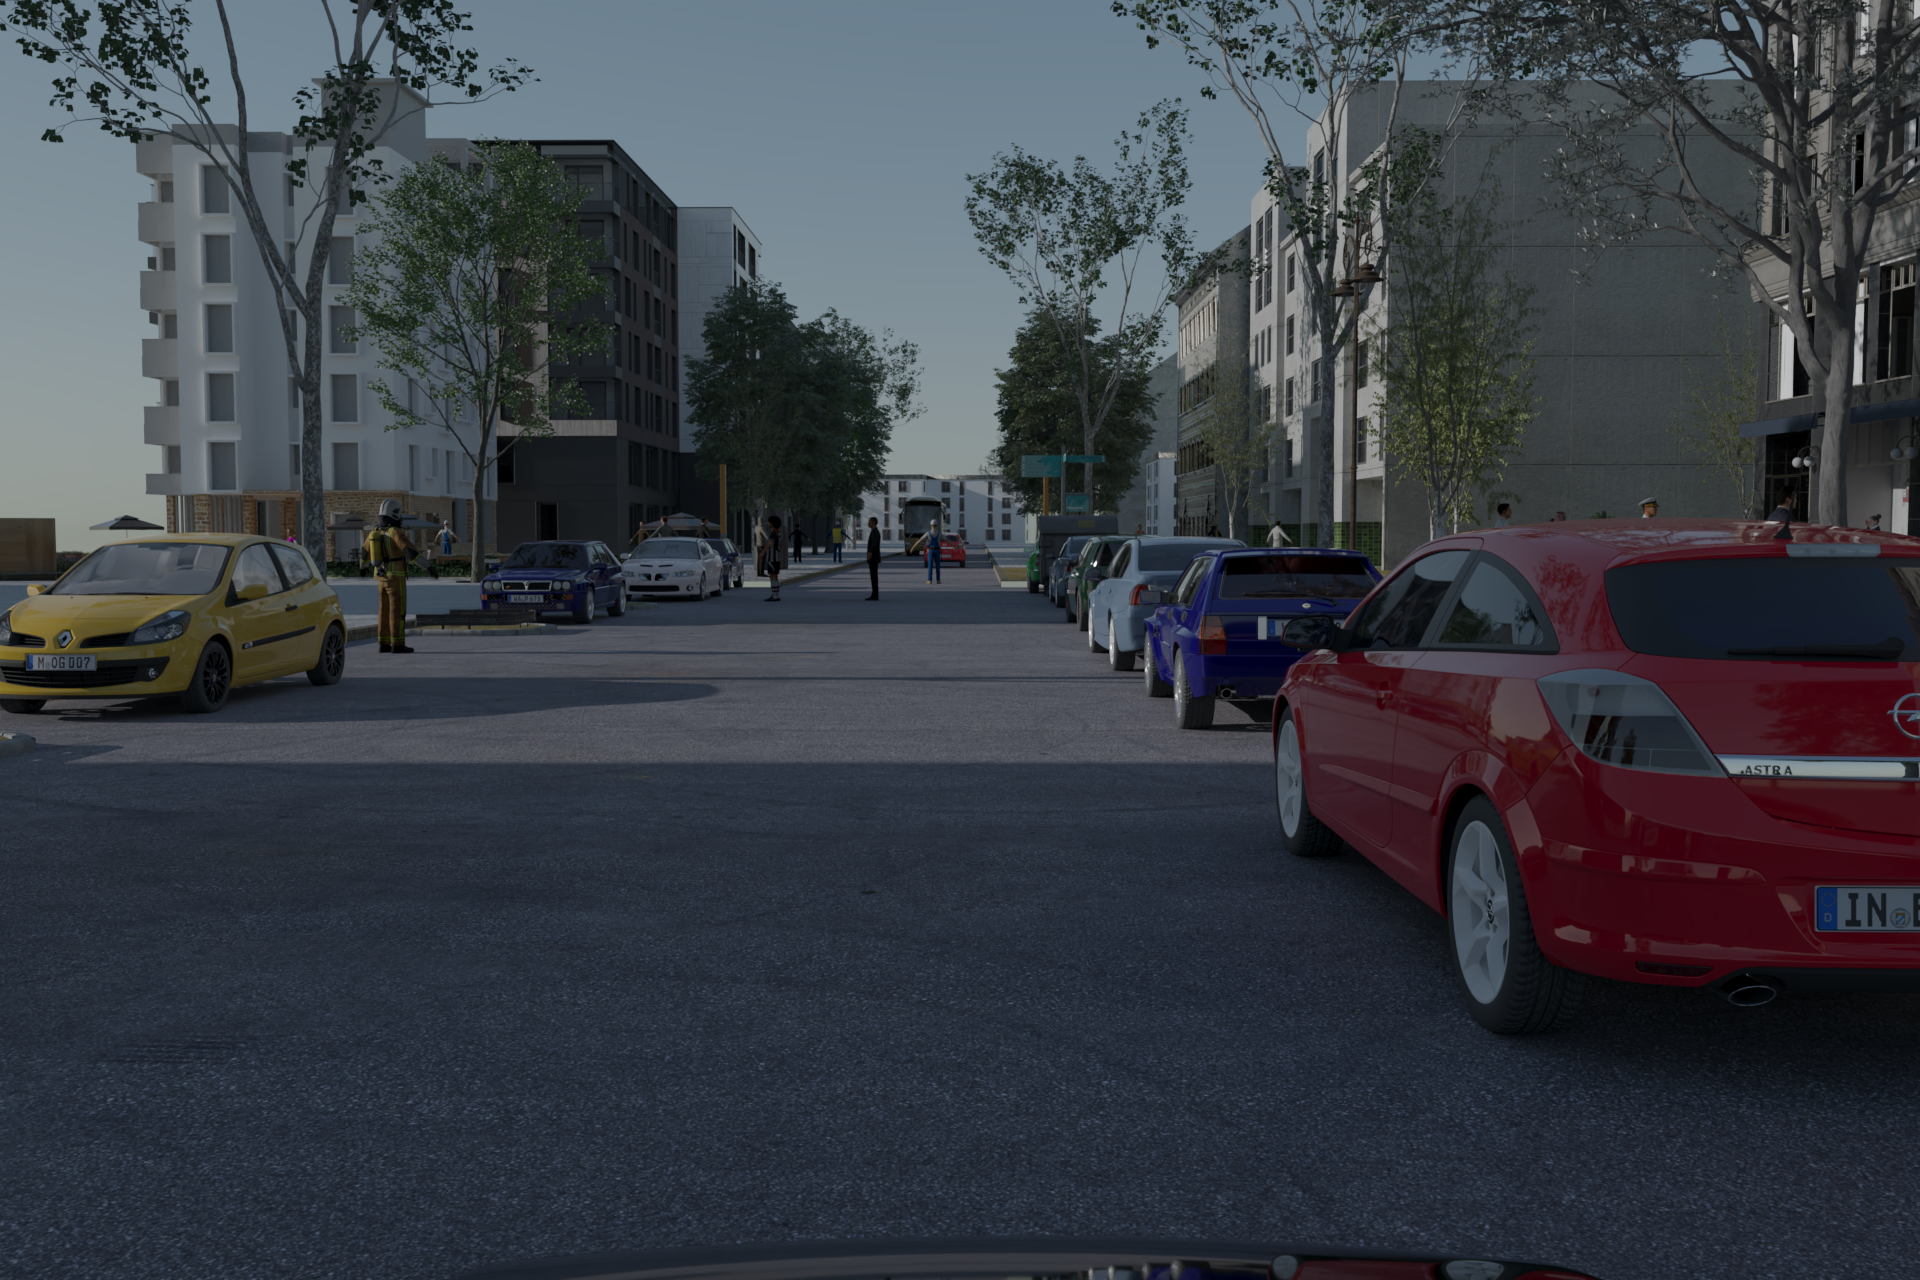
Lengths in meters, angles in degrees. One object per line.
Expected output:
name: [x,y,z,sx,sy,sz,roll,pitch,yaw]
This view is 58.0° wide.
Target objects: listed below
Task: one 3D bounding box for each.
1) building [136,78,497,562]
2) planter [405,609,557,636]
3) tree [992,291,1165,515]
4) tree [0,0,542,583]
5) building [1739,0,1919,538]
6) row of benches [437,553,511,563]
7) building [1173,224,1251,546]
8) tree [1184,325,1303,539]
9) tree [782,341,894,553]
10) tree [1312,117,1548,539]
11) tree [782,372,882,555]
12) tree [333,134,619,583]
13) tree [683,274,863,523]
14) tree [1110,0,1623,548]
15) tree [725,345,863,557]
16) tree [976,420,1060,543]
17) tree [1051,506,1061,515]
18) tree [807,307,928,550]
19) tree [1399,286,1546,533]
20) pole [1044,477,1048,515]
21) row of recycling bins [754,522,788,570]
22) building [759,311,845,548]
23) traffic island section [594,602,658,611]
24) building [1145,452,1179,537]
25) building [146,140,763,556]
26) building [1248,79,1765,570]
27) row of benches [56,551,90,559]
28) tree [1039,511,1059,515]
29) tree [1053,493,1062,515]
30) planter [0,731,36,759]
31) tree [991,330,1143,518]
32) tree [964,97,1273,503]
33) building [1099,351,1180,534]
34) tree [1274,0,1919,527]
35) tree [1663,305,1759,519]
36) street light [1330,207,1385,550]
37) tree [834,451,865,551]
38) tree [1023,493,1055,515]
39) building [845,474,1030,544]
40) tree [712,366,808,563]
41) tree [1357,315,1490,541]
building: [-28.285,-13.270,73.379,16.016,20.090,11.380,0,4,1]
planter: [-6.985,-0.252,25.256,1.991,0.319,1.994,0,4,1]
tree: [6.133,-11.251,90.607,9.857,13.997,8.962,0,3,0]
tree: [-13.488,-10.870,33.614,12.611,20.169,13.585,0,3,0]
building: [28.900,-15.789,37.742,16.754,29.471,25.880,0,4,1]
row of benches: [-15.206,-2.563,57.374,4.104,0.672,1.422,0,4,3]
building: [23.222,-16.605,102.418,19.493,23.208,18.063,0,4,0]
tree: [9.566,-6.770,61.054,4.360,8.622,3.978,0,3,0]
tree: [-8.787,-12.803,115.985,9.857,13.997,8.962,0,3,0]
tree: [8.708,-4.922,30.840,4.360,8.622,3.978,0,3,0]
tree: [-8.774,-11.007,105.724,9.928,11.665,9.643,0,3,0]
tree: [-12.551,-7.312,45.304,9.928,11.665,9.643,0,3,0]
tree: [-9.200,-10.907,84.982,9.857,13.997,8.962,0,3,0]
tree: [9.950,-11.248,39.799,12.611,20.169,13.585,0,3,0]
tree: [-9.163,-10.385,95.548,9.928,11.665,9.643,0,3,0]
tree: [6.578,-14.334,144.733,12.009,13.543,11.850,0,3,0]
tree: [6.835,-10.558,122.987,4.737,8.622,4.395,0,3,0]
tree: [-8.689,-17.573,143.206,12.611,20.169,13.585,0,3,0]
tree: [15.062,-6.186,51.497,4.737,8.622,4.395,0,3,0]
pole: [3.087,-4.181,62.205,0.158,3.312,0.155,0,3,0]
row of recycling bins: [-6.827,-3.421,63.042,1.069,1.692,3.534,0,4,2]
building: [-26.653,-20.240,174.898,27.936,21.610,32.646,0,3,0]
traffic island section: [-6.889,-0.641,33.348,1.991,0.108,1.994,0,4,1]
building: [24.880,-14.391,177.436,9.099,9.664,28.070,0,4,0]
building: [-28.159,-16.058,106.531,27.936,21.610,32.646,0,4,1]
building: [23.558,-12.831,76.237,16.747,18.905,31.486,0,4,1]
row of benches: [-32.975,-2.942,63.572,1.422,0.672,4.104,0,4,-4]
tree: [14.447,-18.966,244.504,7.601,10.594,8.767,0,4,-5]
tree: [6.977,-10.039,114.506,4.737,8.622,4.395,0,3,0]
planter: [-7.109,0.622,10.976,1.991,0.319,1.994,0,4,0]
tree: [6.329,-12.012,103.047,9.857,13.997,8.962,0,3,0]
tree: [6.838,-13.400,74.979,12.611,20.169,13.585,0,3,0]
building: [26.499,-22.925,205.759,19.493,23.208,18.063,0,4,0]
tree: [8.052,-6.451,15.840,12.009,13.543,11.850,0,3,0]
tree: [25.250,-6.398,54.972,4.360,8.622,3.978,0,3,0]
street light: [5.687,-3.191,24.956,0.468,5.910,1.993,0,4,1]
tree: [-8.342,-11.095,131.763,4.360,8.622,3.978,0,3,0]
tree: [6.701,-10.991,130.069,4.737,8.622,4.395,0,3,0]
building: [-4.521,-18.261,243.171,28.070,9.664,9.099,1,4,9]
tree: [-9.407,-7.732,76.778,4.360,8.622,3.978,0,3,0]
tree: [15.483,-6.523,57.010,4.737,8.622,4.395,0,3,0]
